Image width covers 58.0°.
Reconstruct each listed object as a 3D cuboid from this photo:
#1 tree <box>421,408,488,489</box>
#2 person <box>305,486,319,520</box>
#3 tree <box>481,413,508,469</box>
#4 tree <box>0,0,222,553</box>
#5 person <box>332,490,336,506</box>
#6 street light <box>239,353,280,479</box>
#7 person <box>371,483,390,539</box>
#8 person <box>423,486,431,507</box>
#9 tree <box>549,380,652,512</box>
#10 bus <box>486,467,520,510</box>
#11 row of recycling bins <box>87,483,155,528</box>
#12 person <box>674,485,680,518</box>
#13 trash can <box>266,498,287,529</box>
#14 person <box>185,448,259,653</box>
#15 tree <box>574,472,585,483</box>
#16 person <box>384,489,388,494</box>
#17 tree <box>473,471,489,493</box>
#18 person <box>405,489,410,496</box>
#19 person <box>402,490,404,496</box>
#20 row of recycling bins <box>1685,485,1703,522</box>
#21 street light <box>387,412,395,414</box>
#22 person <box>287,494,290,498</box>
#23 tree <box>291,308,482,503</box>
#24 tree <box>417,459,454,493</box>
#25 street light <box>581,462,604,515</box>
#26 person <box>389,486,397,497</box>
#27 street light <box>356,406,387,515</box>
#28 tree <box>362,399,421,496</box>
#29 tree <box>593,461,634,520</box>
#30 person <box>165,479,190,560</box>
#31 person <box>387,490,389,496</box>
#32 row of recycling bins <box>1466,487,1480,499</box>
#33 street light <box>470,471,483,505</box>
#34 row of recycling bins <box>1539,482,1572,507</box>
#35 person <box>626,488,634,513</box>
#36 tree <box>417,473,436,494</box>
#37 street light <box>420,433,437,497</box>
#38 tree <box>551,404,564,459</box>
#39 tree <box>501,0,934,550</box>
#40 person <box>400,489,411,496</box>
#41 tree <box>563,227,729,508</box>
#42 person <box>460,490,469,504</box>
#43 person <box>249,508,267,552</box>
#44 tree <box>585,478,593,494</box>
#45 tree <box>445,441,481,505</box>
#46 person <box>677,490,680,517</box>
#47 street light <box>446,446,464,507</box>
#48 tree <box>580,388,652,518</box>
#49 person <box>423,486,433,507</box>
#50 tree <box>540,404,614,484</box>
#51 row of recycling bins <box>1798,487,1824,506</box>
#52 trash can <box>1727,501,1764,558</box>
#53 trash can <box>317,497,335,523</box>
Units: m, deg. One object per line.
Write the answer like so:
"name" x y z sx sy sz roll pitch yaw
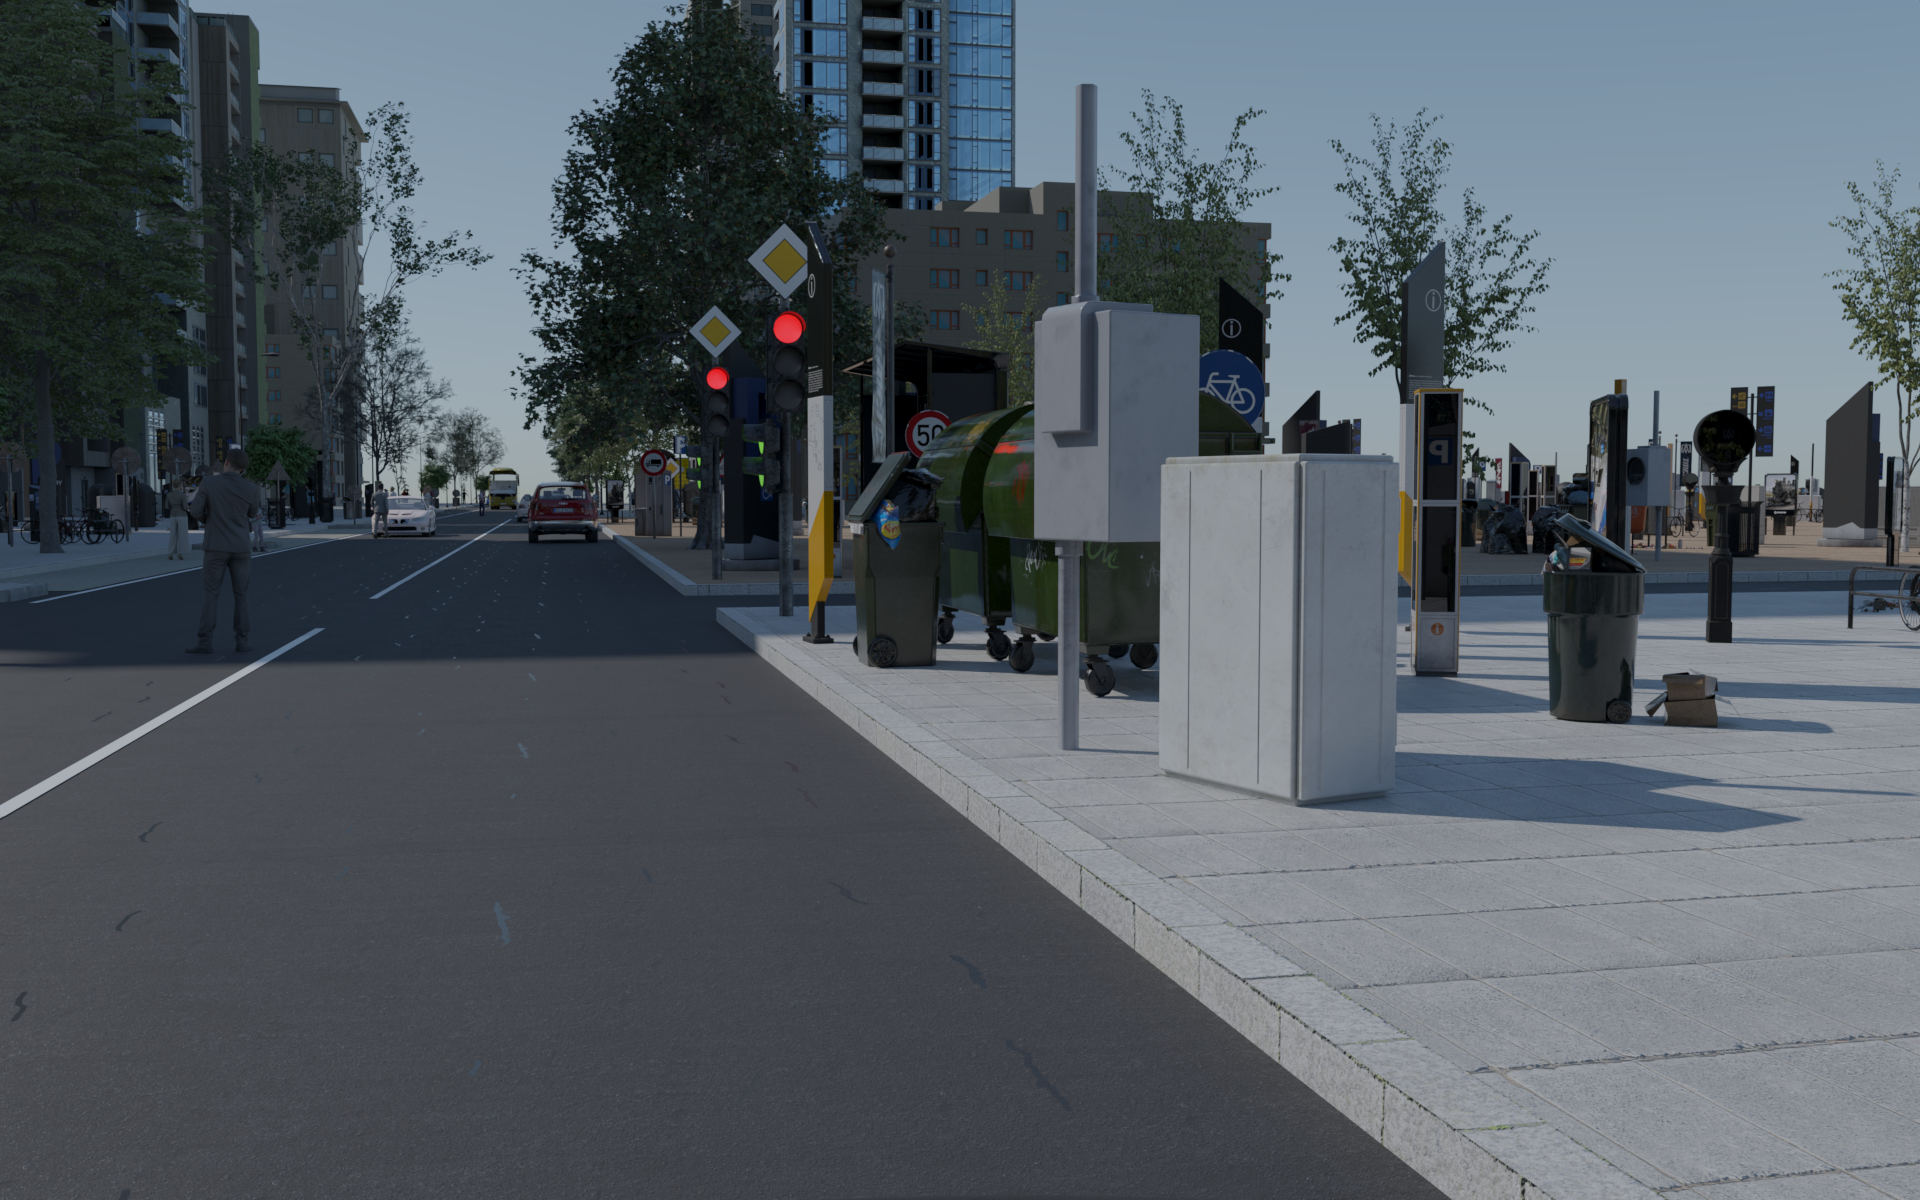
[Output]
"tree" -54.994 -15.485 187.586 8.767 10.594 7.601 1 4 22
"person" -32.062 -4.868 85.658 0.620 1.820 0.660 -3 4 -38
"tree" -66.698 -20.049 238.172 12.009 13.543 11.850 0 3 0
"tree" -19.689 -7.263 36.877 7.486 12.596 7.792 0 3 0
"person" -67.042 -10.917 185.452 0.530 1.710 0.541 0 4 3
"street light" -23.072 -5.166 57.013 1.470 5.913 1.316 -1 4 -13
"person" -18.751 -2.890 56.019 0.678 1.792 0.850 0 4 4
"person" -21.623 -3.760 70.327 0.624 1.780 0.694 0 4 7
"tree" -25.625 -12.340 127.508 9.928 11.665 9.643 0 3 0
"bus" -42.632 -10.432 162.107 2.896 3.916 12.252 -1 4 -13
"row of recycling bins" -32.662 -3.684 67.351 3.534 1.692 1.069 2 4 30
"person" -15.188 -5.247 92.246 0.534 1.772 0.576 2 4 29
"trash can" -25.002 -3.163 63.371 0.748 1.137 0.748 0 3 0
"person" -6.726 -0.458 15.789 0.655 1.846 0.447 -2 4 -35
"tree" -51.276 -15.248 233.018 4.285 4.588 4.351 0 3 0
"person" -45.614 -7.986 137.547 0.436 1.711 0.756 -1 4 -15
"tree" -69.147 -16.373 251.408 4.285 4.588 4.351 0 3 0
"person" -45.433 -8.271 142.102 0.721 1.723 1.217 -1 4 -17
"person" -68.192 -12.615 212.751 0.568 1.767 0.683 3 4 38
"row of recycling bins" 34.911 -4.522 81.052 1.069 1.692 3.534 0 4 5
"street light" -32.541 -7.651 97.630 1.470 5.913 1.316 -1 4 -13
"person" -41.905 -6.322 109.421 1.348 1.822 0.705 -1 4 -22
"tree" -37.720 -12.350 112.291 12.009 13.543 11.850 0 3 0
"tree" -48.440 -10.779 159.949 4.285 4.588 4.351 0 3 0
"street light" -22.387 -8.127 105.425 1.470 5.913 1.316 -1 4 -13
"person" -26.457 -4.418 80.953 0.641 1.798 0.478 2 4 28
"street light" -31.057 -7.238 90.878 1.470 5.913 1.316 -1 4 -13
"tree" -41.615 -10.843 127.651 4.360 8.622 3.978 0 3 0
"tree" -17.361 -5.674 87.370 1.663 3.219 1.824 0 3 0
"person" -16.891 -1.738 37.474 0.519 1.759 0.362 0 4 7
"person" -60.357 -10.744 182.226 0.721 1.766 1.217 -2 4 -35
"row of recycling bins" 28.808 -5.573 98.237 1.069 1.692 3.534 1 4 9
"street light" -59.578 -14.702 212.911 1.470 5.913 1.316 -1 4 -13
"row of recycling bins" 20.751 -3.130 58.290 3.534 1.692 1.069 -2 4 -24
"person" -22.658 -6.941 120.314 1.217 1.735 0.721 1 4 15
"tree" -47.354 -9.685 152.944 1.663 3.219 1.824 0 3 0
"street light" -40.564 -9.763 132.165 1.470 5.913 1.316 -1 4 -13
"tree" -33.078 -14.520 155.536 7.486 12.596 7.792 0 3 0
"tree" -5.797 -7.530 40.131 9.611 12.733 9.660 0 3 0
"person" -56.938 -10.502 177.720 1.348 1.831 0.705 0 4 -6
"tree" -11.999 -9.280 69.855 7.486 12.596 7.792 0 3 0
"person" -61.819 -12.853 215.823 1.348 1.869 0.705 1 4 13
"person" -17.276 -1.826 42.641 0.394 1.301 0.425 1 4 10
"tree" -40.609 -11.956 190.077 1.663 3.219 1.824 0 3 0
"tree" -60.175 -15.868 209.803 4.360 8.622 3.978 0 3 0
"person" -16.134 -5.626 98.706 0.598 1.740 0.731 -2 4 -29
"street light" -48.535 -11.811 165.647 1.470 5.913 1.316 -1 4 -13
"tree" -17.496 -8.610 91.141 4.737 8.622 4.395 0 3 0
"person" -25.201 -4.496 81.982 0.580 1.828 0.573 1 4 22
"tree" -43.610 -18.038 201.577 9.857 13.997 8.962 0 3 0
"row of recycling bins" 51.631 -5.994 105.119 1.069 1.692 3.534 0 4 8
"trash can" 15.891 -1.436 35.134 0.748 1.137 0.748 0 3 0
"trash can" -28.504 -4.053 77.920 0.748 1.137 0.748 0 3 0
